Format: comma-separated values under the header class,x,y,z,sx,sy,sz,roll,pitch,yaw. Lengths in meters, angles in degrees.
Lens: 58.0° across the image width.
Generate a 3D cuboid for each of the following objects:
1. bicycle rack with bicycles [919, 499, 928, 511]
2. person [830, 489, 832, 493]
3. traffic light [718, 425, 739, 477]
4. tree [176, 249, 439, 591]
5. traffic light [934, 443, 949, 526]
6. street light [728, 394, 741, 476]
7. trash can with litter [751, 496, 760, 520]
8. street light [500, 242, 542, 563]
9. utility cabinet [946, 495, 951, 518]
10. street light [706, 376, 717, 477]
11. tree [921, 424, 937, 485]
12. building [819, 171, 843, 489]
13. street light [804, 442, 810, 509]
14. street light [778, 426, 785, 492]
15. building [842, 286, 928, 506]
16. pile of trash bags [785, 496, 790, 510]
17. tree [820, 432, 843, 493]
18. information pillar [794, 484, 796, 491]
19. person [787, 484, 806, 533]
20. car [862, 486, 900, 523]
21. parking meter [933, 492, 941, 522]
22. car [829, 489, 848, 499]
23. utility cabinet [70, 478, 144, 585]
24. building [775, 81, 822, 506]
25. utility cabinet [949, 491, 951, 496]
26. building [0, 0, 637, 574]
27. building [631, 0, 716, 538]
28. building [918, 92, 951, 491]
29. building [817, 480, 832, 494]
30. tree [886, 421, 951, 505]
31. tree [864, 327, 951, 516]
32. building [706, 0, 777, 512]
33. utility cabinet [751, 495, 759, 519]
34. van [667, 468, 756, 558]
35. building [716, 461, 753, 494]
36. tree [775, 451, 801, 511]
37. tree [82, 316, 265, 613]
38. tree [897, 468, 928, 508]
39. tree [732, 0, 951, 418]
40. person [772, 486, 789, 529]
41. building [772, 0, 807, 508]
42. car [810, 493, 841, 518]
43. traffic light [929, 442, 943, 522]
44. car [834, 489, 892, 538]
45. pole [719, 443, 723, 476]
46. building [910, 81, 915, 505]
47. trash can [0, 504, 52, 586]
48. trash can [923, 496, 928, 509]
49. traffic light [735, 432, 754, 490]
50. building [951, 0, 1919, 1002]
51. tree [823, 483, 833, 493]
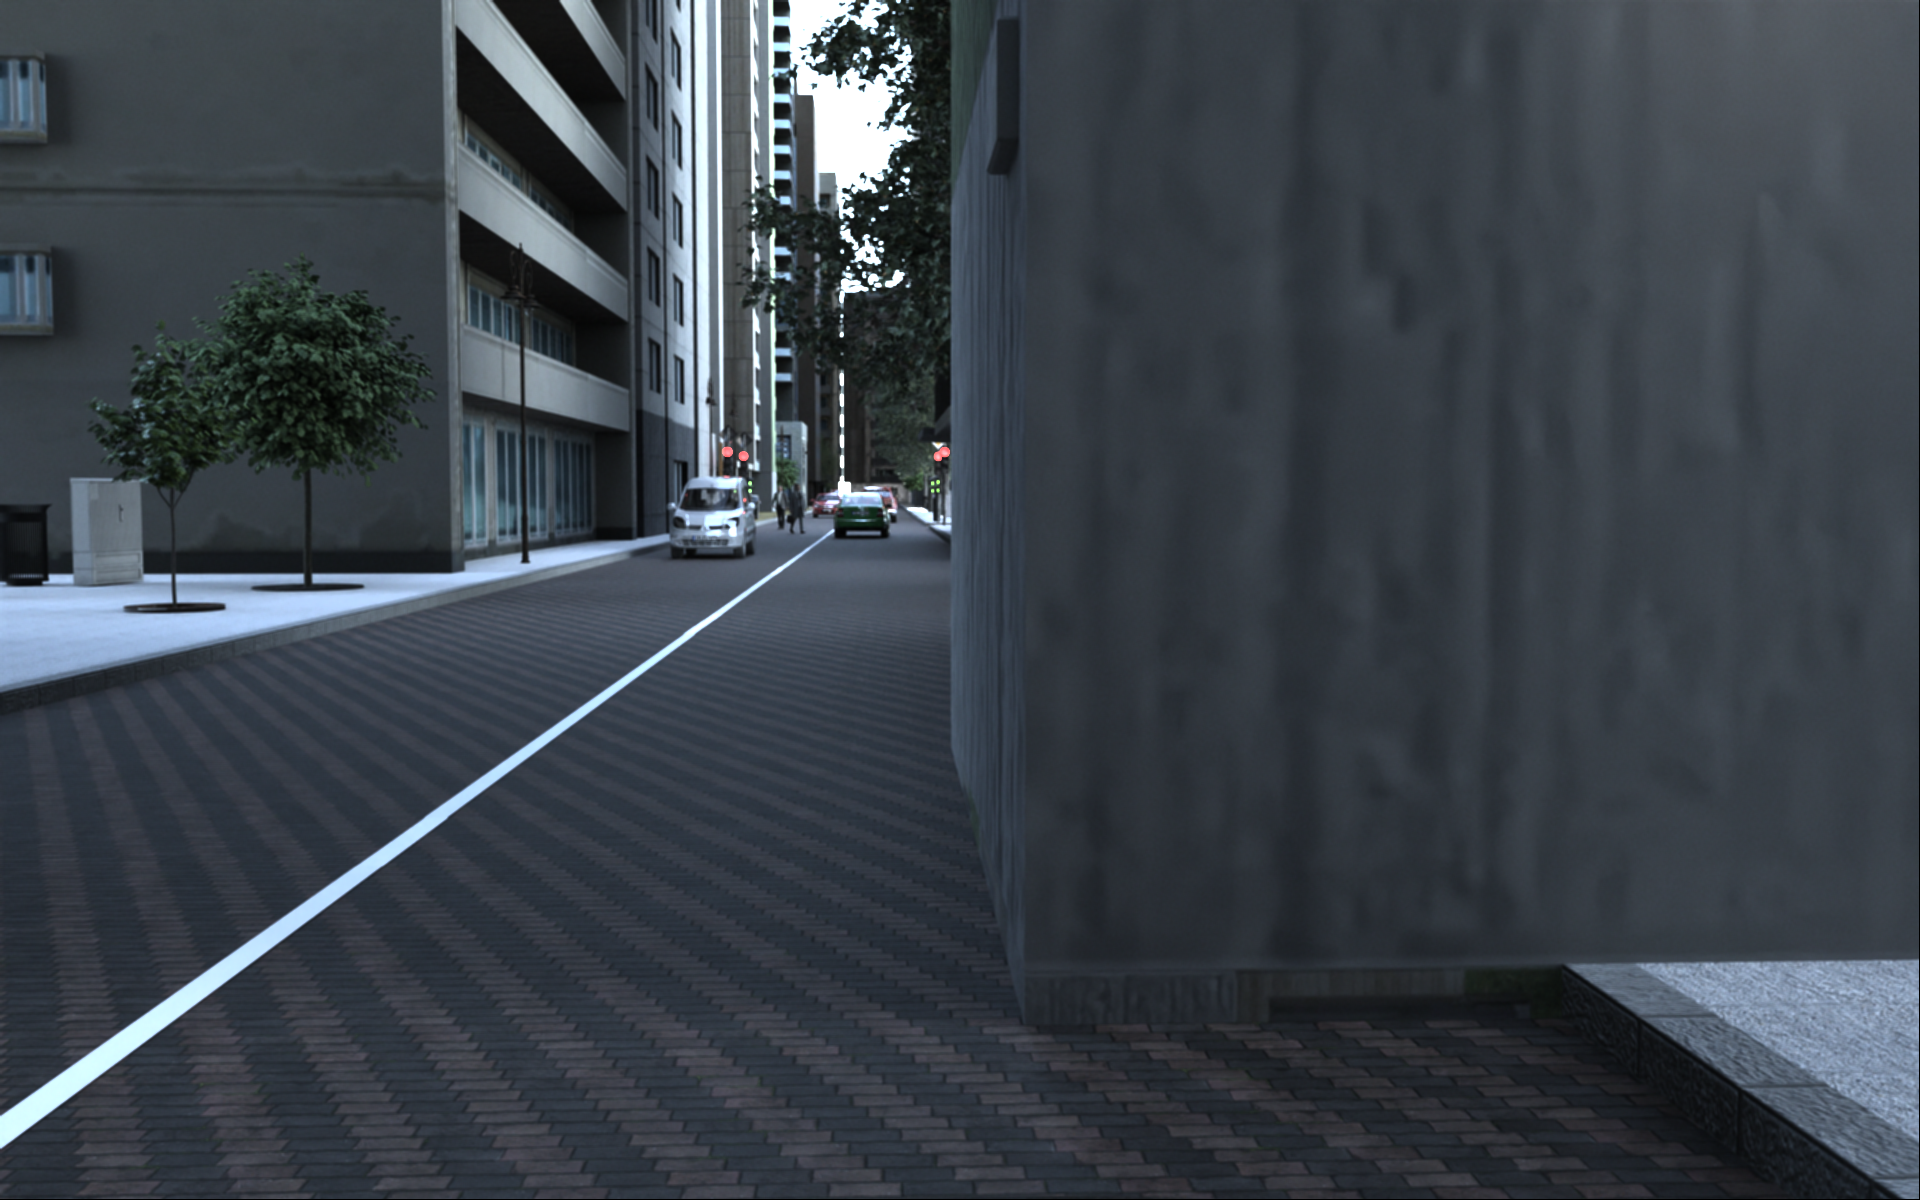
class,x,y,z,sx,sy,sz,roll,pitch,yaw
bicycle rack with bicycles,-1.785,-6.995,127.749,2.852,0.926,2.925,-2,4,-28
person,-9.236,-7.082,124.690,0.834,1.777,0.661,-1,4,-23
traffic light,-9.355,-4.964,70.082,0.839,4.253,0.868,0,4,-2
tree,-8.790,-2.424,23.346,4.285,4.588,4.351,0,3,0
traffic light,-0.652,-4.988,70.476,0.839,4.253,0.868,0,4,-2
street light,-10.193,-6.452,78.282,0.468,5.910,1.993,0,4,-2
trash can with litter,-10.326,-4.600,86.595,0.624,1.170,1.055,0,4,-1
street light,-8.083,-3.624,32.037,0.468,5.910,1.993,0,4,-2
utility cabinet,-0.570,-5.026,93.343,0.306,1.237,1.020,0,4,3
street light,-9.808,-5.837,68.227,0.468,5.910,1.993,0,4,-2
tree,-1.902,-11.041,130.887,4.737,8.622,4.395,0,3,0
building,-27.720,-38.088,246.437,21.600,48.544,21.300,0,4,-2
street light,-13.344,-10.929,151.483,0.468,5.910,1.993,0,4,-2
street light,-11.807,-8.695,114.950,0.468,5.910,1.993,0,4,-2
building,-9.540,-28.885,243.976,14.107,30.474,14.160,0,4,-2
pile of trash bags,-14.288,-7.918,139.209,1.912,1.369,3.447,2,4,26
tree,-15.684,-15.392,202.021,4.737,8.622,4.395,0,3,0
information pillar,-11.559,-7.207,122.326,0.304,2.012,0.304,1,4,8
person,-5.926,-3.336,63.150,0.694,1.812,0.767,-2,4,-31
car,-4.217,-4.863,88.187,2.281,1.827,5.304,0,4,-2
parking meter,-1.078,-4.436,80.935,0.372,1.533,0.369,0,3,0
car,-9.806,-8.011,139.660,2.281,1.827,5.304,0,4,-4
utility cabinet,-12.049,-0.968,24.509,0.318,1.500,1.173,0,4,7
building,-22.579,-33.035,190.240,14.600,45.320,14.200,0,4,-2
utility cabinet,-0.288,-6.561,115.958,1.173,1.500,0.318,2,4,23
building,-19.313,-25.250,36.541,21.300,48.544,21.600,0,4,-2
building,-19.868,-37.927,58.364,20.611,71.187,20.563,0,4,-2
building,10.354,-35.666,172.377,28.713,52.752,27.495,0,4,-2
building,-30.877,-34.377,216.694,28.867,44.769,22.147,0,4,-2
tree,-3.410,-14.173,149.853,7.486,12.596,7.792,0,3,0
tree,-1.984,-13.166,121.922,9.857,13.997,8.962,0,3,0
building,-20.428,-26.764,121.192,14.154,41.232,14.086,0,4,-2
utility cabinet,-10.830,-4.744,88.720,1.020,1.237,0.306,-2,4,-29
van,-5.674,-2.016,39.979,2.013,2.044,4.112,0,4,-2
building,-27.927,-24.587,93.882,32.217,40.220,23.993,0,4,-2
tree,-13.798,-9.070,132.001,4.285,4.588,4.351,0,3,0
tree,-8.817,-1.496,19.060,1.663,3.219,1.824,0,3,0
tree,-4.082,-10.617,157.308,4.285,4.588,4.351,0,3,0
tree,1.949,-6.623,25.292,9.611,12.733,9.660,0,3,0
person,-7.337,-3.780,70.709,0.661,1.777,0.834,0,4,-3
building,-25.825,-52.207,166.262,22.319,86.520,31.000,0,4,-2
car,-8.094,-5.948,106.294,2.155,1.783,4.494,0,4,-3
traffic light,-1.001,-5.476,78.453,0.839,4.253,0.868,0,4,-2
car,-3.269,-3.029,58.328,1.959,1.807,4.718,0,4,-1
pole,-9.466,-4.574,68.630,0.158,3.312,0.155,0,3,0
building,4.362,-41.167,215.080,21.231,58.520,28.212,0,4,-2
trash can,-13.112,-0.770,24.242,0.748,1.137,0.748,0,3,0
trash can,-2.828,-8.227,146.170,0.748,1.137,0.748,0,3,0
traffic light,-9.703,-5.452,78.059,0.839,4.253,0.868,0,4,-2
building,6.886,-19.997,10.539,14.154,41.232,14.086,0,4,-2
tree,-17.727,-14.435,230.605,1.663,3.219,1.824,0,3,0
